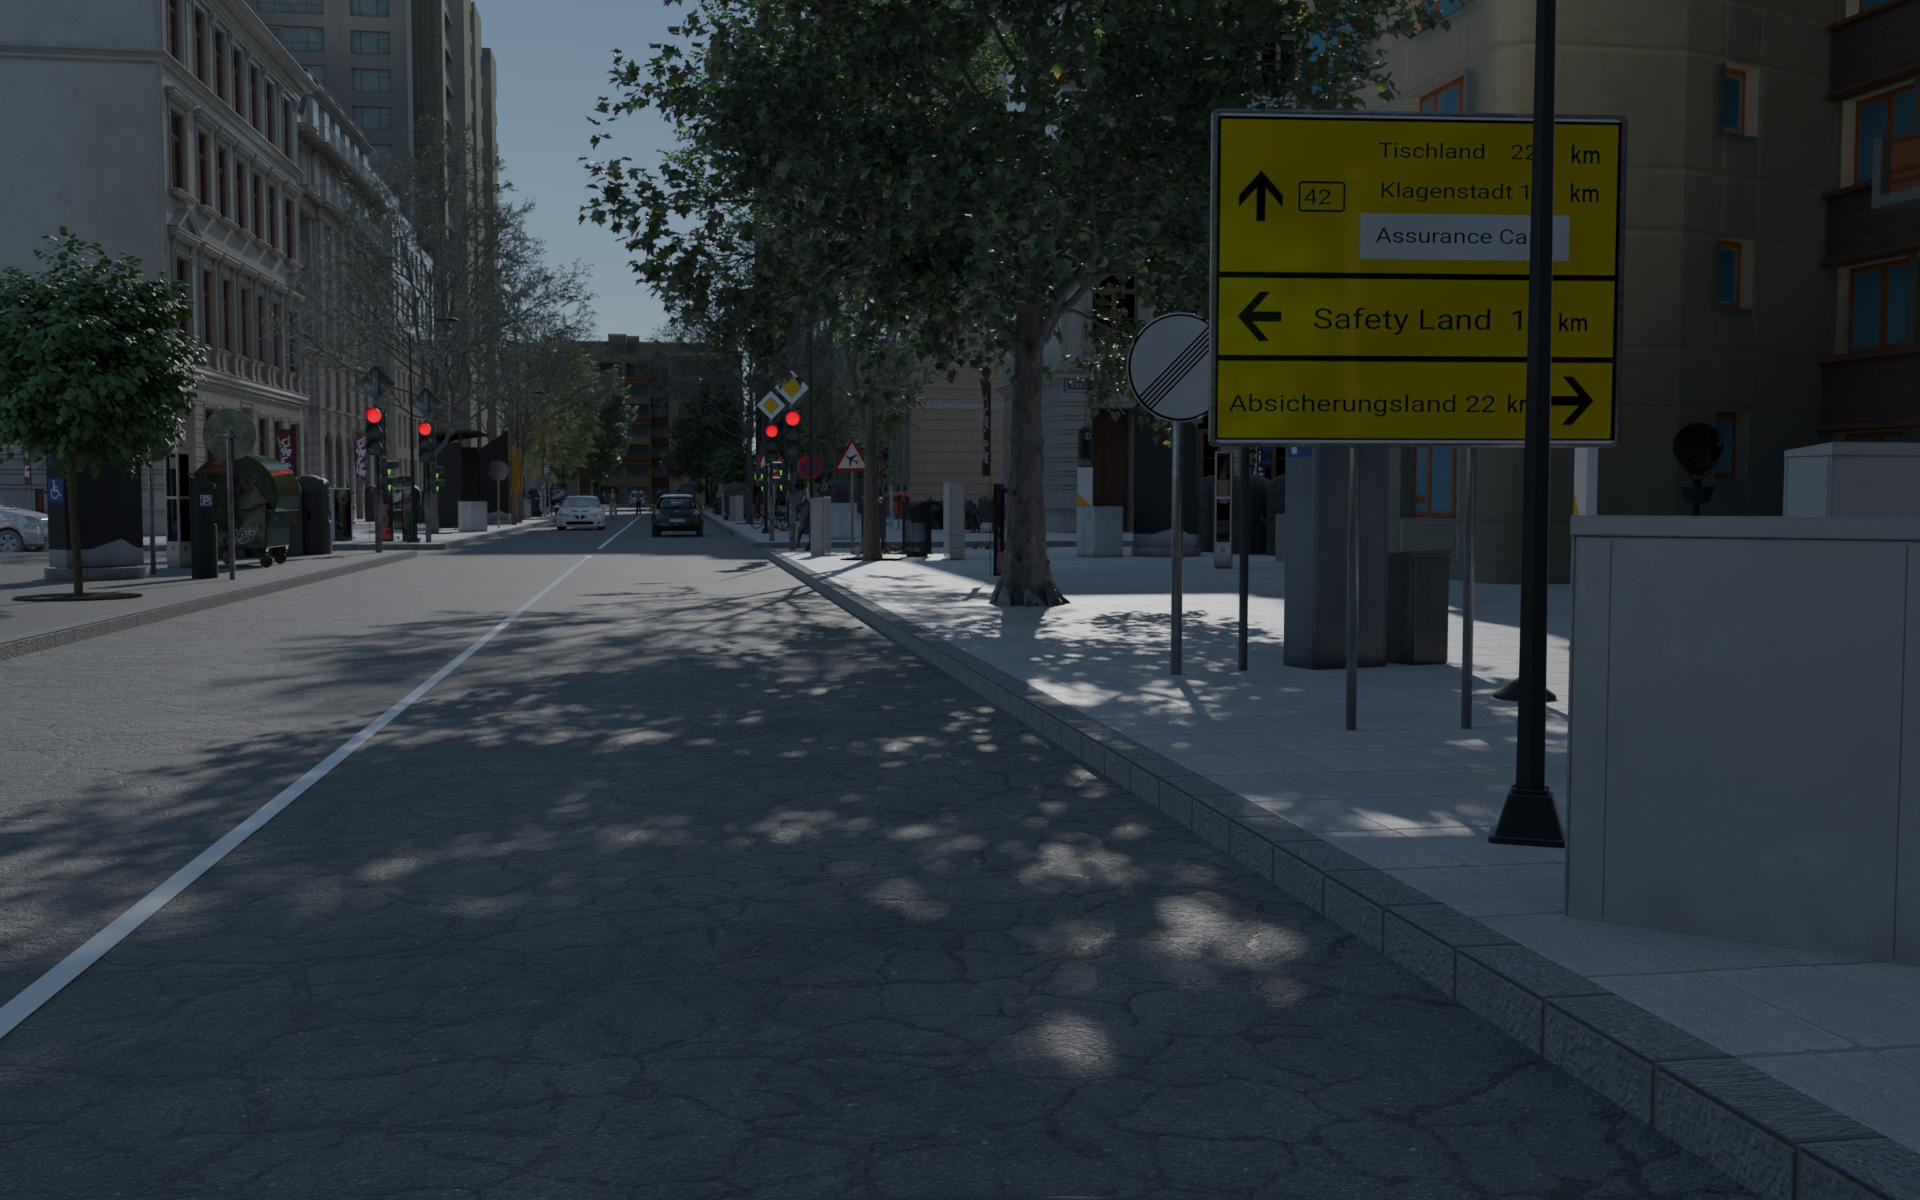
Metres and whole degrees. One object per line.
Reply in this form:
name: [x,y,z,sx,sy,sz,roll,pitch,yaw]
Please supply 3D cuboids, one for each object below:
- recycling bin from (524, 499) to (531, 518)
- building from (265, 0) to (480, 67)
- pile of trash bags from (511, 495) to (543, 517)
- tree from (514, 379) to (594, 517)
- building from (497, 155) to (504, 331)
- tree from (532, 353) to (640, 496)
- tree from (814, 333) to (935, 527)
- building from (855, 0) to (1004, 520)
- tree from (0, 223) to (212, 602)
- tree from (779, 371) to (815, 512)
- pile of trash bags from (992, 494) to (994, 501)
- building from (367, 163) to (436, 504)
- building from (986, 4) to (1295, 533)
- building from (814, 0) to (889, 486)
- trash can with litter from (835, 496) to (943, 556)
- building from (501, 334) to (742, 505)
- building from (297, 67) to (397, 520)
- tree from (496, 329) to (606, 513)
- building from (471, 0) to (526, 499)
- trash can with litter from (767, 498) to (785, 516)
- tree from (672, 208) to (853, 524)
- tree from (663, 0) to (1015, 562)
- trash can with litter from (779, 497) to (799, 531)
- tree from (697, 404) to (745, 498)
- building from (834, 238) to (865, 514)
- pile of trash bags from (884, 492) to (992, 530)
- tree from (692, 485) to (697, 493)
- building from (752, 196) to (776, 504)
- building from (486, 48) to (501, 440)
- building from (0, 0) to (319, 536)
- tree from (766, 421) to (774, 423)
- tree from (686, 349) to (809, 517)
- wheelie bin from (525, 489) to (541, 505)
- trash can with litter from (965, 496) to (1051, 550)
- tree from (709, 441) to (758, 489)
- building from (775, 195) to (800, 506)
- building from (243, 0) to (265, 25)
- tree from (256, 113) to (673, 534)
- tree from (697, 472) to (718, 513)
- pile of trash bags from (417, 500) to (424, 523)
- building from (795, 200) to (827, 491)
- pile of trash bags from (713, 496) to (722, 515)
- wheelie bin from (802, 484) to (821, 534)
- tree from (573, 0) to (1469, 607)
recycling bin: [-23.312,-4.866,92.113,0.722,1.027,0.722,2,4,33]
building: [-45.953,-27.829,138.605,14.154,41.232,14.086,-1,4,-10]
pile of trash bags: [-24.376,-5.256,95.683,1.912,1.369,3.447,0,4,5]
tree: [-23.237,-9.018,97.803,4.360,8.622,3.978,0,3,0]
building: [-72.646,-36.521,216.724,30.456,49.044,23.786,-1,4,-10]
tree: [-34.705,-15.566,161.158,9.857,13.997,8.962,0,3,0]
tree: [-2.883,-7.116,66.715,4.737,8.622,4.395,0,3,0]
building: [2.036,-18.851,94.124,13.634,28.700,20.117,-1,4,-10]
tree: [-10.855,-2.300,21.312,4.285,4.588,4.351,0,3,0]
tree: [-6.860,-8.431,88.216,4.737,8.622,4.395,0,3,0]
pile of trash bags: [0.339,-3.872,73.065,3.447,1.369,1.912,-1,4,-22]
building: [-37.969,-15.227,103.709,10.420,20.320,16.860,-1,4,-10]
building: [12.160,-13.845,62.529,21.152,22.565,11.583,-1,4,-10]
building: [-0.218,-31.867,140.631,23.786,49.044,30.456,-1,4,-10]
trash can with litter: [-1.435,-1.574,36.789,2.233,1.210,1.678,0,4,-8]
building: [-43.248,-23.190,224.193,28.899,21.520,27.650,-1,4,-10]
building: [-35.676,-14.773,83.340,13.314,21.916,24.055,-1,4,-10]
tree: [-27.474,-12.220,117.928,7.486,12.596,7.792,0,3,0]
building: [-60.080,-52.444,170.138,31.000,86.520,22.319,-1,4,-10]
trash can with litter: [-10.832,-5.507,101.428,1.055,1.170,0.624,-3,5,-44]
tree: [-8.842,-9.980,73.535,12.009,13.543,11.850,0,3,0]
tree: [-1.874,-6.562,33.040,9.928,11.665,9.643,0,3,0]
trash can with litter: [-5.695,-3.018,60.408,1.678,1.210,2.233,1,4,10]
tree: [-19.224,-11.466,137.833,4.360,8.622,3.978,0,3,0]
building: [-1.376,-18.099,113.939,12.078,24.808,19.932,-1,4,-10]
pile of trash bags: [-0.894,-3.272,63.243,3.447,1.369,1.912,2,4,27]
tree: [-28.070,-11.716,186.160,1.663,3.219,1.824,0,3,0]
building: [-14.026,-34.915,225.489,28.867,44.769,22.147,-1,4,-10]
building: [-48.546,-28.712,153.040,14.154,41.232,14.086,-1,4,-10]
building: [-30.574,-13.750,60.963,11.583,22.565,21.152,-1,4,-10]
tree: [-10.518,-9.865,111.662,4.737,8.622,4.395,0,3,0]
tree: [-11.667,-9.906,96.367,7.601,10.594,8.767,-1,4,-11]
wheelie bin: [-25.071,-5.730,101.593,0.693,1.594,0.980,1,4,22]
trash can with litter: [1.011,-1.789,40.302,2.233,1.210,1.678,0,4,2]
tree: [-13.430,-7.347,103.833,4.285,4.588,4.351,0,3,0]
building: [-7.982,-34.055,180.492,21.300,48.544,21.600,-1,4,-10]
building: [-42.930,-26.982,124.750,14.154,41.232,14.086,-1,4,-10]
tree: [-16.773,-8.862,55.258,12.009,13.543,11.850,0,3,0]
tree: [-16.403,-7.509,117.366,1.663,3.219,1.824,0,3,0]
pile of trash bags: [-23.190,-4.039,75.784,1.912,1.369,3.447,-1,4,-20]
building: [-8.085,-31.334,162.423,14.600,45.320,14.200,-1,4,-10]
pile of trash bags: [-14.407,-6.005,107.927,1.912,1.369,3.447,0,4,-7]
wheelie bin: [-4.649,-2.886,55.096,0.693,1.594,0.980,-3,5,-41]
tree: [0.787,-6.282,19.718,9.611,12.733,9.660,0,3,0]
